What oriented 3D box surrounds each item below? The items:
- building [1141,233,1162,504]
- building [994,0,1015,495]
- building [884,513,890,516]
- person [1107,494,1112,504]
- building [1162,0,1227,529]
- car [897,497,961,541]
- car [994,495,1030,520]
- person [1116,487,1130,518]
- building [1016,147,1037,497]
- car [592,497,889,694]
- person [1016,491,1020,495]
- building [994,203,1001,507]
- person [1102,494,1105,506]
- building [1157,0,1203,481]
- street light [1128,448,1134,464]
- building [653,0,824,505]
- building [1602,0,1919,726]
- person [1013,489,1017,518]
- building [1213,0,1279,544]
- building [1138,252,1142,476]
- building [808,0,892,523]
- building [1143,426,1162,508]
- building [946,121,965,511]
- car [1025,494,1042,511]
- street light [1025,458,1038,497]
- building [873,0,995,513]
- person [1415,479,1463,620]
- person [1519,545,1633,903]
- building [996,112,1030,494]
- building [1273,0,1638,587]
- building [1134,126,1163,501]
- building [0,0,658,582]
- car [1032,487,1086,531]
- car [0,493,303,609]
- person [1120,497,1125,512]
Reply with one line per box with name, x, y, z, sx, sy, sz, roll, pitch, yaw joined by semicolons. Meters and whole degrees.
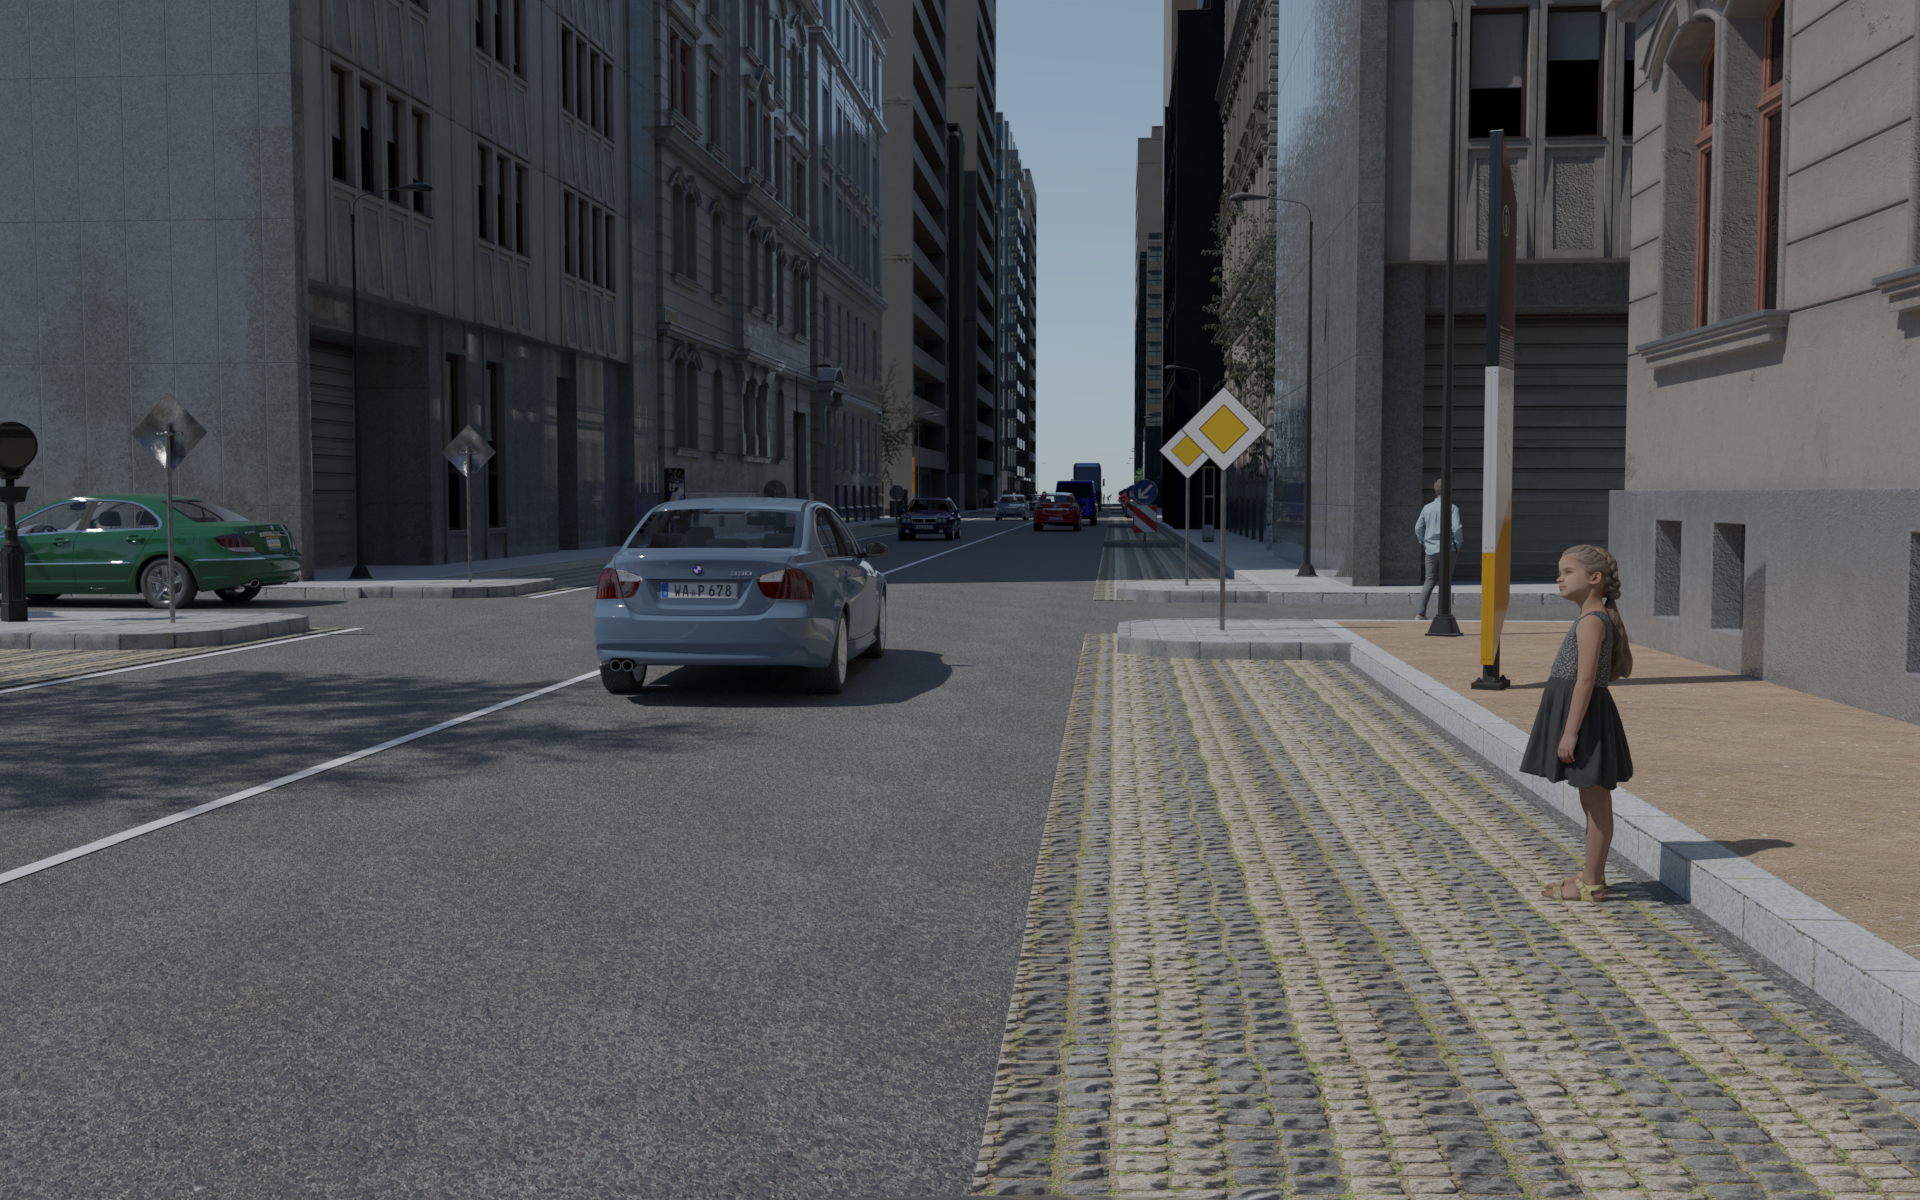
building;27.676;-25.717;192.180;14.160;30.474;14.107;0;4;5
building;-4.268;-46.196;193.552;20.563;71.187;20.611;0;4;5
building;-12.481;-29.832;111.460;21.300;48.544;21.600;0;4;5
person;21.850;-14.742;252.720;0.799;1.438;0.628;-1;4;-11
building;14.600;-14.673;69.578;12.332;23.373;15.834;0;4;5
car;-0.943;-2.568;54.570;1.945;1.354;3.894;0;4;5
car;2.891;-5.106;95.481;2.014;1.417;4.499;0;4;5
person;10.046;-5.841;103.936;1.348;1.831;0.705;0;4;-4
building;-0.297;-38.034;245.559;21.300;48.544;21.600;0;4;5
car;-1.620;-0.106;13.737;2.014;1.417;4.499;0;4;3
person;5.195;-8.861;154.063;1.217;1.739;0.721;-2;4;-29
building;-3.537;-24.098;165.695;14.160;30.474;14.107;0;4;5
person;17.933;-12.536;216.681;0.599;1.433;0.991;-1;4;-18
building;22.839;-29.624;134.466;14.600;45.320;14.200;0;4;5
street light;18.999;-13.036;185.683;1.470;5.913;1.316;0;4;5
building;-12.900;-16.458;56.482;14.401;28.519;23.554;0;4;5
building;11.050;-13.199;3.189;14.401;28.519;23.554;0;4;5
person;3.301;-5.658;101.716;0.721;1.736;1.217;0;4;1
building;13.344;-13.632;51.762;11.050;23.489;19.941;0;4;5
building;28.314;-26.603;206.660;14.160;30.474;14.107;0;4;5
building;-10.955;-17.926;79.001;13.634;28.700;20.117;0;4;5
building;28.165;-51.542;155.382;22.319;86.520;31.000;0;4;5
building;-7.224;-21.895;129.682;14.160;30.474;14.107;0;4;5
car;5.734;-7.525;132.815;2.009;1.686;4.222;0;4;4
street light;8.862;-15.146;220.170;1.470;5.913;1.316;0;4;5
building;-8.393;-32.019;147.211;21.300;48.544;21.600;0;4;5
person;5.270;-0.530;18.972;0.330;1.601;0.589;-2;4;-34
person;2.171;0.433;6.090;0.373;1.253;0.362;2;4;25
building;-3.295;-36.705;219.728;23.786;49.044;30.456;0;4;5
building;15.862;-12.863;28.329;19.932;24.808;12.078;0;4;5
building;33.398;-36.689;223.571;21.300;48.544;21.600;0;4;5
building;-14.704;-13.269;34.968;12.078;24.808;19.932;0;4;5
car;3.857;-3.609;68.053;2.155;1.783;4.494;0;4;6
car;-11.121;-0.657;22.542;4.920;1.459;2.131;0;4;7
person;12.524;-7.579;132.373;0.705;1.831;1.348;0;4;-8
